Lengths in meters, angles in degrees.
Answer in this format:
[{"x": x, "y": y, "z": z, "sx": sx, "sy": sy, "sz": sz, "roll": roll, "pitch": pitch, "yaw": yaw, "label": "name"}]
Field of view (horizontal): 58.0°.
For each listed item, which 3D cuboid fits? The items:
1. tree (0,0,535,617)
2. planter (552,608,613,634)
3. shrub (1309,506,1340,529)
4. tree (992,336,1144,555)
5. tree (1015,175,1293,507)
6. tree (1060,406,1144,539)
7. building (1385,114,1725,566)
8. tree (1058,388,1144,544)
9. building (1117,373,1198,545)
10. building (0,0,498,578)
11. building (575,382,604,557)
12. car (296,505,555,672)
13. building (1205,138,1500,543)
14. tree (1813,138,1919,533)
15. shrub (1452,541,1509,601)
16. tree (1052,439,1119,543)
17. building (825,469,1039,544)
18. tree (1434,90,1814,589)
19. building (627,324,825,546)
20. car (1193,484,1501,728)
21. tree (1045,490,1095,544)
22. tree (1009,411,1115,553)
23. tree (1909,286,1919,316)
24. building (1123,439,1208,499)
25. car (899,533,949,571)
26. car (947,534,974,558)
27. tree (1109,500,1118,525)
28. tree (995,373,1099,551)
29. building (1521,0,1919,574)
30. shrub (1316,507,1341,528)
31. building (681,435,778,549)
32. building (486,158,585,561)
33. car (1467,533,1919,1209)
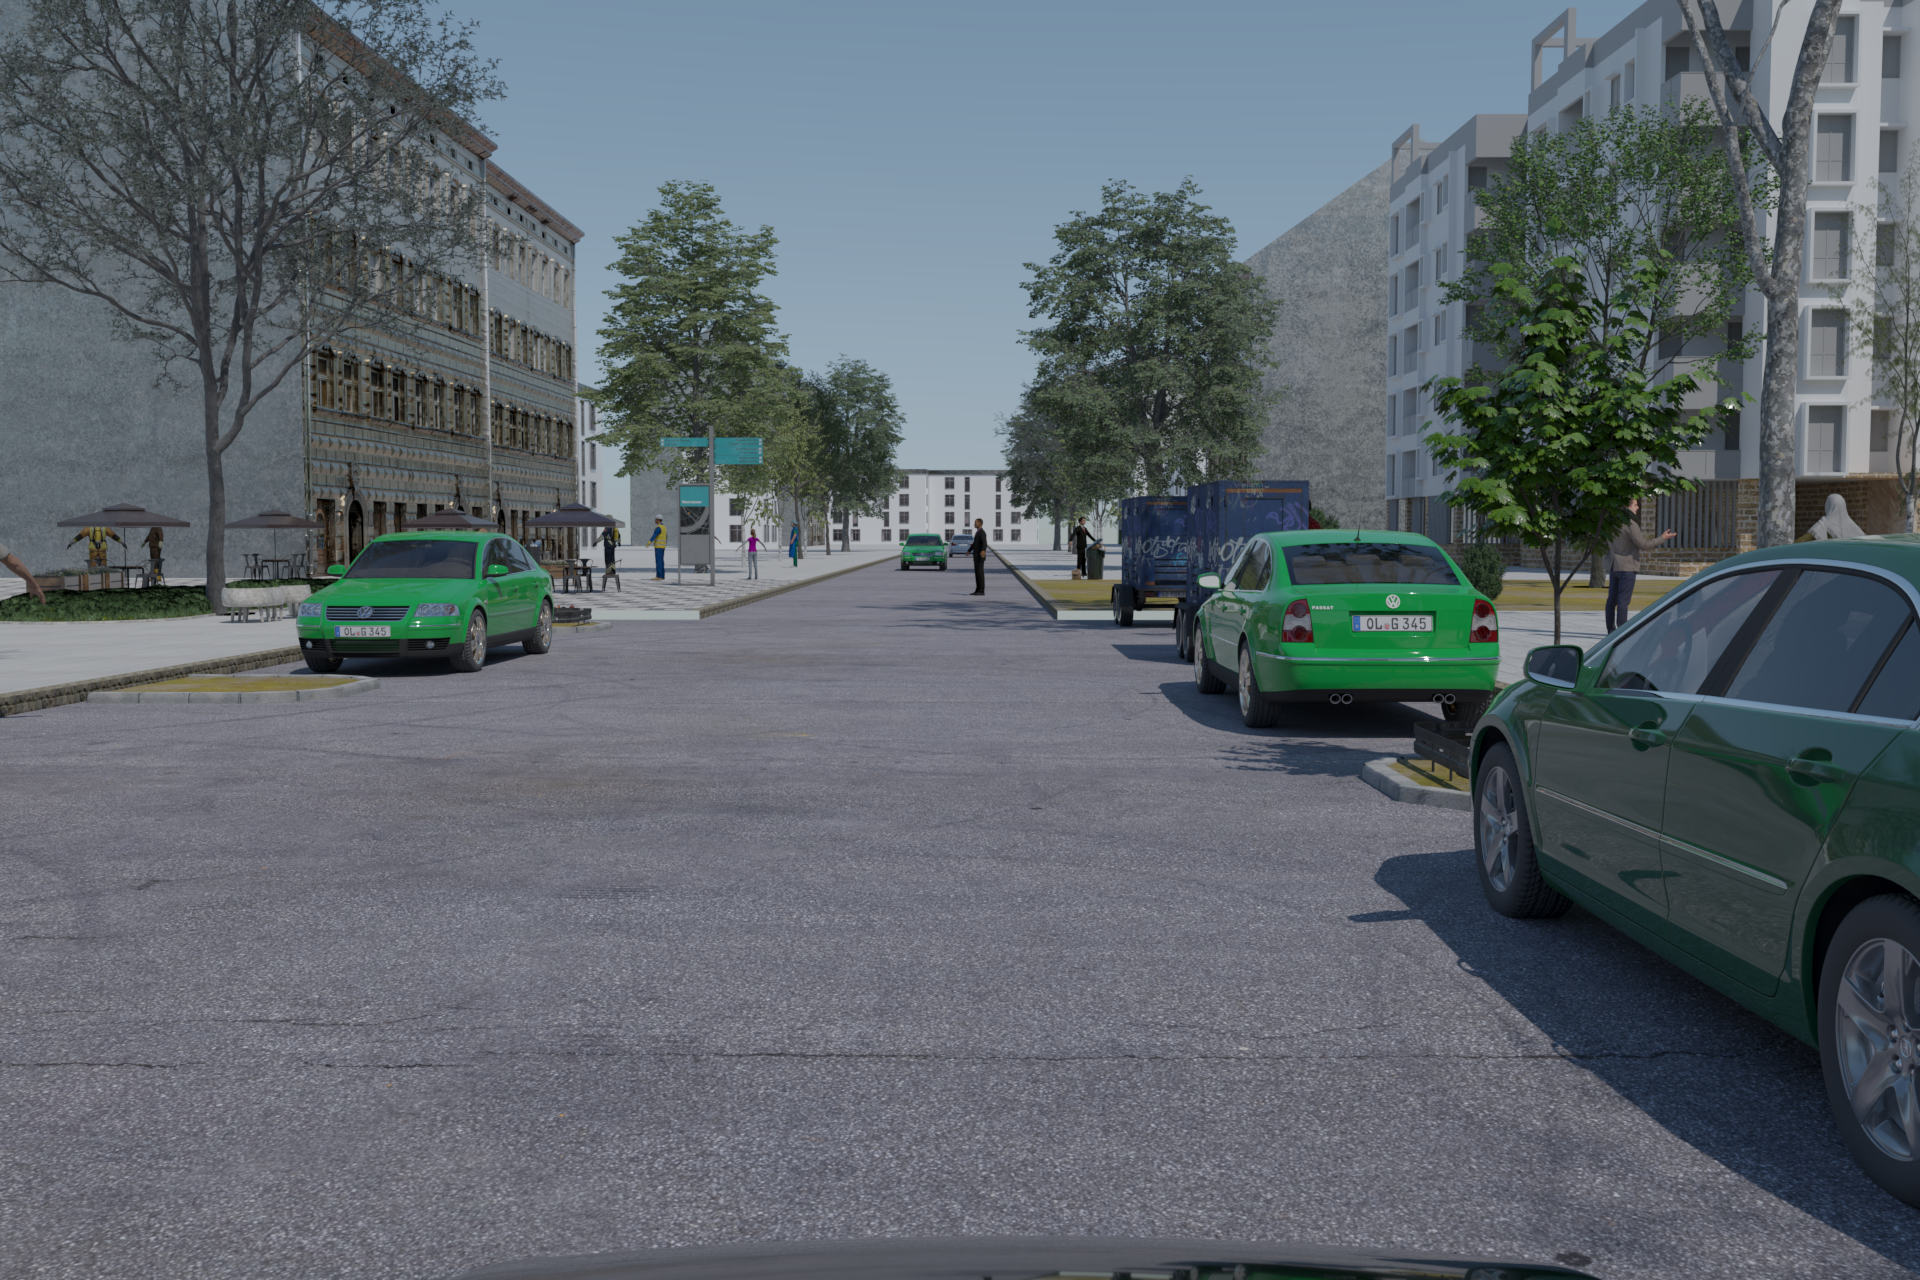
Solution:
[{"x": -11.581, "y": -7.129, "z": 26.924, "sx": 12.009, "sy": 13.543, "sz": 11.850, "roll": 0, "pitch": 3, "yaw": 0, "label": "tree"}, {"x": -6.284, "y": -0.290, "z": 25.880, "sx": 1.991, "sy": 0.319, "sz": 1.994, "roll": 0, "pitch": 4, "yaw": 1, "label": "planter"}, {"x": 7.913, "y": -2.150, "z": 39.571, "sx": 1.690, "sy": 2.028, "sz": 1.600, "roll": 0, "pitch": 3, "yaw": 0, "label": "shrub"}, {"x": 7.017, "y": -12.044, "z": 107.291, "sx": 12.009, "sy": 13.543, "sz": 11.850, "roll": 0, "pitch": 3, "yaw": 0, "label": "tree"}, {"x": 6.744, "y": -9.423, "z": 60.724, "sx": 9.857, "sy": 13.997, "sz": 8.962, "roll": 0, "pitch": 3, "yaw": 0, "label": "tree"}, {"x": 6.761, "y": -8.387, "z": 87.492, "sx": 4.360, "sy": 8.622, "sz": 3.978, "roll": 0, "pitch": 3, "yaw": 0, "label": "tree"}, {"x": 25.509, "y": -13.754, "z": 81.299, "sx": 16.016, "sy": 20.090, "sz": 11.380, "roll": 0, "pitch": 4, "yaw": 1, "label": "building"}, {"x": 6.625, "y": -7.982, "z": 80.862, "sx": 4.737, "sy": 8.622, "sz": 4.395, "roll": 0, "pitch": 3, "yaw": 0, "label": "tree"}, {"x": 27.702, "y": -20.208, "z": 196.856, "sx": 16.747, "sy": 18.905, "sz": 31.486, "roll": 0, "pitch": 4, "yaw": 0, "label": "building"}, {"x": -27.923, "y": -13.939, "z": 58.834, "sx": 19.493, "sy": 23.208, "sz": 18.063, "roll": 0, "pitch": 4, "yaw": 1, "label": "building"}, {"x": -25.514, "y": -9.803, "z": 102.426, "sx": 9.099, "sy": 9.664, "sz": 28.070, "roll": 0, "pitch": 4, "yaw": 1, "label": "building"}, {"x": -5.845, "y": -0.645, "z": 19.349, "sx": 1.959, "sy": 1.807, "sz": 4.718, "roll": 0, "pitch": 4, "yaw": 1, "label": "car"}, {"x": 25.553, "y": -16.804, "z": 105.667, "sx": 19.493, "sy": 23.208, "sz": 18.063, "roll": 0, "pitch": 4, "yaw": 0, "label": "building"}, {"x": 18.038, "y": -5.067, "z": 33.215, "sx": 4.360, "sy": 8.622, "sz": 3.978, "roll": 0, "pitch": 3, "yaw": 0, "label": "tree"}, {"x": 9.609, "y": -1.277, "z": 31.995, "sx": 1.383, "sy": 1.207, "sz": 1.383, "roll": 0, "pitch": 3, "yaw": 0, "label": "shrub"}, {"x": 7.300, "y": -8.874, "z": 95.454, "sx": 4.737, "sy": 8.622, "sz": 4.395, "roll": 0, "pitch": 3, "yaw": 0, "label": "tree"}, {"x": -3.935, "y": -17.063, "z": 223.587, "sx": 28.070, "sy": 9.664, "sz": 9.099, "roll": 0, "pitch": 4, "yaw": 6, "label": "building"}, {"x": 15.321, "y": -7.036, "z": 40.787, "sx": 9.928, "sy": 11.665, "sz": 9.643, "roll": 0, "pitch": 3, "yaw": 0, "label": "tree"}, {"x": -24.817, "y": -21.855, "z": 188.263, "sx": 19.493, "sy": 23.208, "sz": 18.063, "roll": 0, "pitch": 4, "yaw": 1, "label": "building"}, {"x": 2.999, "y": -0.329, "z": 14.167, "sx": 1.959, "sy": 1.807, "sz": 4.718, "roll": 0, "pitch": 4, "yaw": 0, "label": "car"}, {"x": 14.695, "y": -18.885, "z": 226.893, "sx": 7.486, "sy": 12.596, "sz": 7.792, "roll": 0, "pitch": 3, "yaw": 0, "label": "tree"}, {"x": 7.583, "y": -11.331, "z": 119.670, "sx": 8.767, "sy": 10.594, "sz": 7.601, "roll": 0, "pitch": 4, "yaw": 2, "label": "tree"}, {"x": 28.693, "y": -8.065, "z": 42.225, "sx": 12.009, "sy": 13.543, "sz": 11.850, "roll": 0, "pitch": 3, "yaw": 0, "label": "tree"}, {"x": 21.275, "y": -13.751, "z": 166.983, "sx": 9.099, "sy": 9.664, "sz": 28.070, "roll": 0, "pitch": 4, "yaw": 0, "label": "building"}, {"x": -1.420, "y": -3.677, "z": 68.910, "sx": 1.959, "sy": 1.807, "sz": 4.718, "roll": 0, "pitch": 4, "yaw": 1, "label": "car"}, {"x": 0.178, "y": -5.796, "z": 106.766, "sx": 2.014, "sy": 1.417, "sz": 4.499, "roll": 0, "pitch": 3, "yaw": 0, "label": "car"}, {"x": 22.966, "y": -18.754, "z": 224.747, "sx": 7.486, "sy": 12.596, "sz": 7.792, "roll": 0, "pitch": 3, "yaw": 0, "label": "tree"}, {"x": 7.321, "y": -13.765, "z": 131.711, "sx": 9.857, "sy": 13.997, "sz": 8.962, "roll": 0, "pitch": 3, "yaw": 0, "label": "tree"}, {"x": 26.403, "y": -12.687, "z": 63.856, "sx": 16.016, "sy": 20.090, "sz": 11.380, "roll": 0, "pitch": 4, "yaw": 0, "label": "building"}, {"x": 9.975, "y": -2.667, "z": 48.020, "sx": 1.690, "sy": 2.028, "sz": 1.600, "roll": 0, "pitch": 3, "yaw": 0, "label": "shrub"}, {"x": -21.201, "y": -13.317, "z": 159.873, "sx": 9.099, "sy": 9.664, "sz": 28.070, "roll": 0, "pitch": 3, "yaw": 0, "label": "building"}, {"x": -28.662, "y": -15.130, "z": 78.308, "sx": 19.493, "sy": 23.208, "sz": 18.063, "roll": 0, "pitch": 4, "yaw": 0, "label": "building"}, {"x": 2.916, "y": 0.410, "z": 5.089, "sx": 2.131, "sy": 1.459, "sz": 4.920, "roll": 0, "pitch": 4, "yaw": 0, "label": "car"}]
